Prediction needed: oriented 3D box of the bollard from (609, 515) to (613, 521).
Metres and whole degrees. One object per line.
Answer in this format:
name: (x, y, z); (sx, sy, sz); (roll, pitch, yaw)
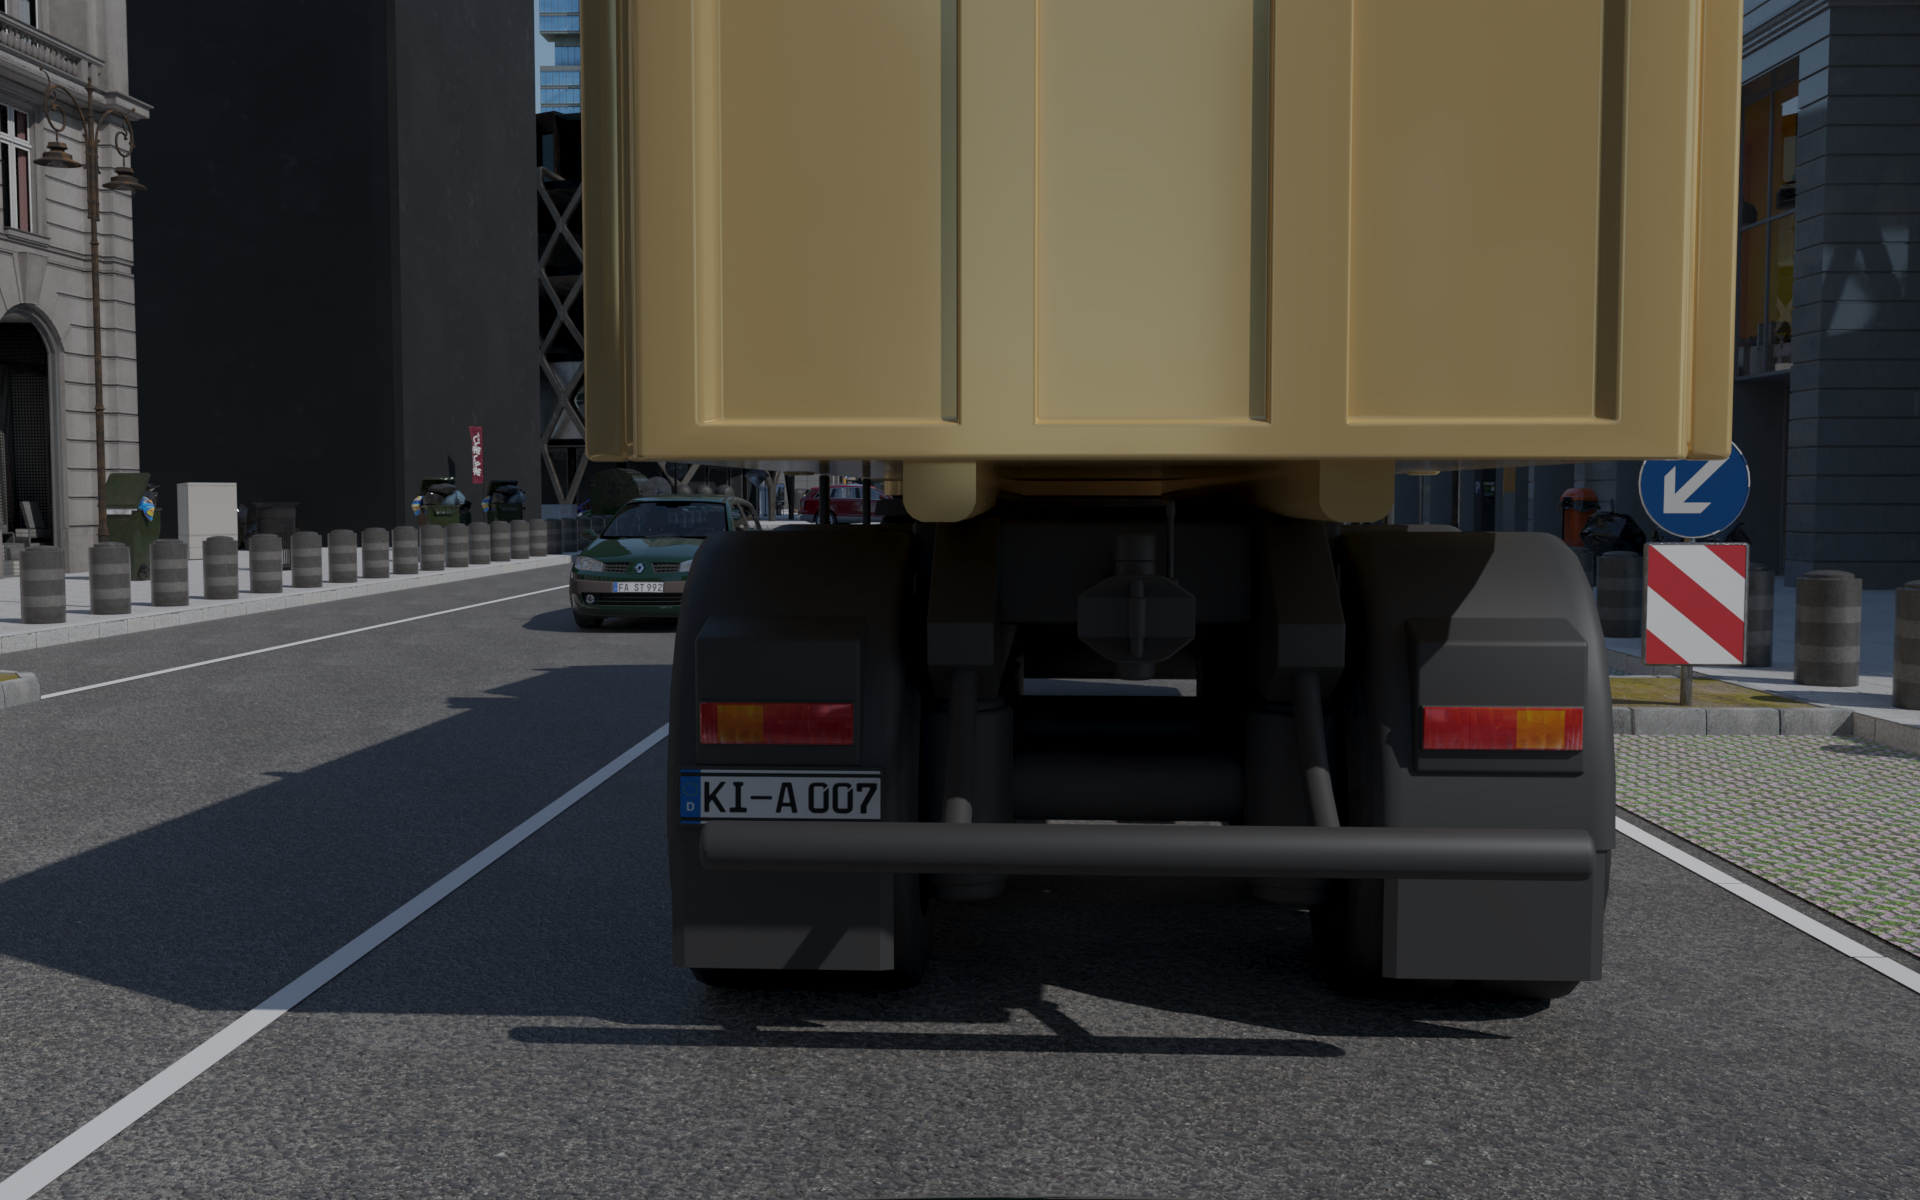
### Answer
bollard: (-8.550, -1.677, 42.131); (0.404, 0.777, 0.398); (0, 3, 0)

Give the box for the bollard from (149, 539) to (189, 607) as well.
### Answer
bollard: (-9.064, -0.314, 19.857); (0.404, 0.777, 0.398); (0, 3, 0)

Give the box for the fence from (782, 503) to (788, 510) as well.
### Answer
fence: (-12.324, -6.575, 122.873); (2.069, 0.683, 0.278); (2, 4, 25)

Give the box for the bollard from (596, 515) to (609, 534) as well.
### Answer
bollard: (-8.576, -1.597, 40.822); (0.404, 0.777, 0.398); (0, 3, 0)

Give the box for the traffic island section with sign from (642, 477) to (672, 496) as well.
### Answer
traffic island section with sign: (-6.777, -1.828, 38.514); (1.989, 1.847, 2.006); (0, 4, 1)

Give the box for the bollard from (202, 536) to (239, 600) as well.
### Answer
bollard: (-9.034, -0.394, 21.162); (0.404, 0.777, 0.398); (0, 3, 0)

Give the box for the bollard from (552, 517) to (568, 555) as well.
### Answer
bollard: (-8.668, -1.357, 36.898); (0.404, 0.777, 0.398); (0, 3, 0)

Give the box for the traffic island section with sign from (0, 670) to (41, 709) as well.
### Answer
traffic island section with sign: (-7.396, -0.180, 11.566); (1.989, 1.847, 2.006); (0, 4, 1)

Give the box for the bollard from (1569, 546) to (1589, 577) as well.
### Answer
bollard: (5.968, -0.133, 16.898); (0.404, 0.777, 0.398); (0, 3, 0)

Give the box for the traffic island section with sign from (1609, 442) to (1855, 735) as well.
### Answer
traffic island section with sign: (4.315, -0.156, 11.171); (1.989, 1.847, 2.006); (0, 4, 1)

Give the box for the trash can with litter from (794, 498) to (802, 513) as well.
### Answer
trash can with litter: (-12.121, -7.321, 131.079); (1.055, 1.170, 0.624); (2, 4, 27)

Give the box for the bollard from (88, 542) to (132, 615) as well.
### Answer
bollard: (-9.094, -0.233, 18.529); (0.404, 0.777, 0.398); (0, 3, 0)

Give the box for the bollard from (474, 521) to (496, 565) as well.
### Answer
bollard: (-8.791, -1.035, 31.643); (0.404, 0.777, 0.398); (0, 3, 0)

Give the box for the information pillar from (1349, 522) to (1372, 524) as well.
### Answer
information pillar: (7.429, -1.687, 32.079); (0.304, 2.012, 0.304); (-2, 4, -35)

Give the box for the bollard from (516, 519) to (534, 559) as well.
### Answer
bollard: (-8.729, -1.195, 34.258); (0.404, 0.777, 0.398); (0, 3, 0)

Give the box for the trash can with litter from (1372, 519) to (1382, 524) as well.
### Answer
trash can with litter: (9.622, -1.736, 39.433); (1.678, 1.210, 2.233); (-1, 4, -16)

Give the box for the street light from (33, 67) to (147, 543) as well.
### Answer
street light: (-9.637, -2.848, 19.352); (0.468, 5.910, 1.993); (0, 4, 1)

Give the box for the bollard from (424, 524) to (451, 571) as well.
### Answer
bollard: (-8.851, -0.876, 29.033); (0.404, 0.777, 0.398); (0, 3, 0)

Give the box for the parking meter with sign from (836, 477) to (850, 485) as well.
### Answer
parking meter with sign: (-8.904, -8.139, 129.336); (0.543, 3.016, 1.738); (-3, 4, -38)

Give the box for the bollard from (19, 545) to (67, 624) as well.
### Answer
bollard: (-9.122, -0.153, 17.224); (0.404, 0.777, 0.398); (0, 3, 0)

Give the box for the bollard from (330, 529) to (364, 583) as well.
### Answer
bollard: (-8.943, -0.634, 25.090); (0.404, 0.777, 0.398); (0, 3, 0)

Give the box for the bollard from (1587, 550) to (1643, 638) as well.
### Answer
bollard: (5.937, -0.053, 15.589); (0.404, 0.777, 0.398); (0, 3, 0)

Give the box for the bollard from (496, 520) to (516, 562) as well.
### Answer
bollard: (-8.760, -1.115, 32.953); (0.404, 0.777, 0.398); (0, 3, 0)

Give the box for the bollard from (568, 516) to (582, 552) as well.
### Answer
bollard: (-8.639, -1.437, 38.212); (0.404, 0.777, 0.398); (0, 3, 0)

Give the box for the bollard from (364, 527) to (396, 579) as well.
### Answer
bollard: (-8.917, -0.716, 26.423); (0.404, 0.777, 0.398); (0, 3, 0)

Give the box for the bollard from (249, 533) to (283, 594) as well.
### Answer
bollard: (-9.005, -0.474, 22.467); (0.404, 0.777, 0.398); (0, 3, 0)

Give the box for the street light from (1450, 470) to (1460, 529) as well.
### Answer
street light: (6.641, -3.079, 23.129); (0.468, 5.910, 1.993); (0, 4, 1)

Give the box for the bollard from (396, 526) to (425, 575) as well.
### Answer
bollard: (-8.883, -0.796, 27.728); (0.404, 0.777, 0.398); (0, 3, 0)

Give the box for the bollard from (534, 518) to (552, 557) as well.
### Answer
bollard: (-8.697, -1.277, 35.593); (0.404, 0.777, 0.398); (0, 3, 0)

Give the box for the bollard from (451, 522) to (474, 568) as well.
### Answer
bollard: (-8.819, -0.955, 30.338); (0.404, 0.777, 0.398); (0, 3, 0)

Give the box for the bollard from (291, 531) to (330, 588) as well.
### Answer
bollard: (-8.972, -0.555, 23.785); (0.404, 0.777, 0.398); (0, 3, 0)

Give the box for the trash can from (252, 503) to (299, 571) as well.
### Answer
trash can: (-11.463, -1.064, 29.044); (0.748, 1.137, 0.748); (0, 3, 0)

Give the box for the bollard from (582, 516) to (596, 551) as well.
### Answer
bollard: (-8.609, -1.517, 39.517); (0.404, 0.777, 0.398); (0, 3, 0)

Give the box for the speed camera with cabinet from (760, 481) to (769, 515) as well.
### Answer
speed camera with cabinet: (-12.386, -7.046, 109.543); (0.660, 3.252, 2.038); (-1, 4, -12)

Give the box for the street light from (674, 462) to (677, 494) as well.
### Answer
street light: (-8.722, -4.909, 53.044); (0.468, 5.910, 1.993); (0, 4, 1)

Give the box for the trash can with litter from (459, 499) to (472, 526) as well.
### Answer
trash can with litter: (-11.501, -1.718, 39.480); (0.624, 1.170, 1.055); (-2, 4, -29)
